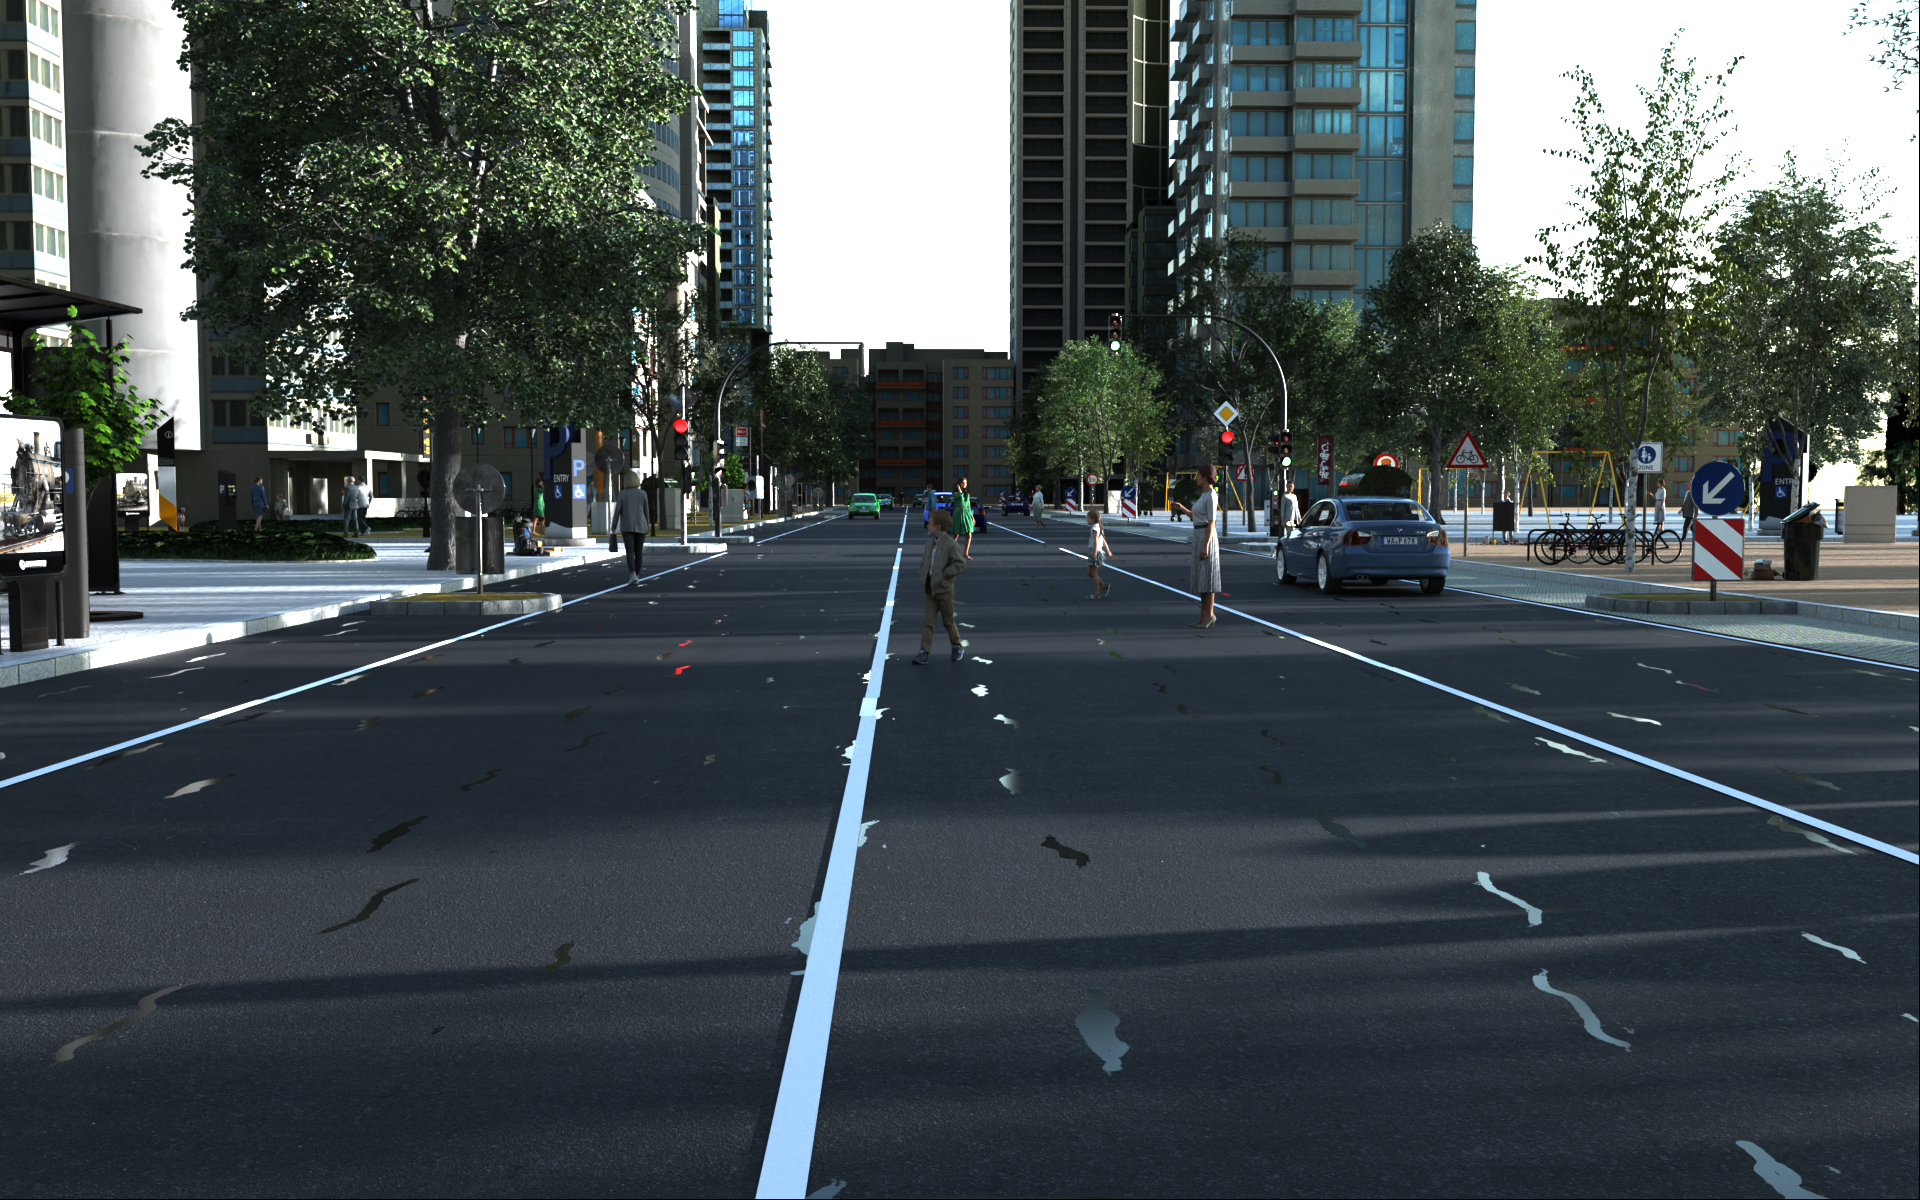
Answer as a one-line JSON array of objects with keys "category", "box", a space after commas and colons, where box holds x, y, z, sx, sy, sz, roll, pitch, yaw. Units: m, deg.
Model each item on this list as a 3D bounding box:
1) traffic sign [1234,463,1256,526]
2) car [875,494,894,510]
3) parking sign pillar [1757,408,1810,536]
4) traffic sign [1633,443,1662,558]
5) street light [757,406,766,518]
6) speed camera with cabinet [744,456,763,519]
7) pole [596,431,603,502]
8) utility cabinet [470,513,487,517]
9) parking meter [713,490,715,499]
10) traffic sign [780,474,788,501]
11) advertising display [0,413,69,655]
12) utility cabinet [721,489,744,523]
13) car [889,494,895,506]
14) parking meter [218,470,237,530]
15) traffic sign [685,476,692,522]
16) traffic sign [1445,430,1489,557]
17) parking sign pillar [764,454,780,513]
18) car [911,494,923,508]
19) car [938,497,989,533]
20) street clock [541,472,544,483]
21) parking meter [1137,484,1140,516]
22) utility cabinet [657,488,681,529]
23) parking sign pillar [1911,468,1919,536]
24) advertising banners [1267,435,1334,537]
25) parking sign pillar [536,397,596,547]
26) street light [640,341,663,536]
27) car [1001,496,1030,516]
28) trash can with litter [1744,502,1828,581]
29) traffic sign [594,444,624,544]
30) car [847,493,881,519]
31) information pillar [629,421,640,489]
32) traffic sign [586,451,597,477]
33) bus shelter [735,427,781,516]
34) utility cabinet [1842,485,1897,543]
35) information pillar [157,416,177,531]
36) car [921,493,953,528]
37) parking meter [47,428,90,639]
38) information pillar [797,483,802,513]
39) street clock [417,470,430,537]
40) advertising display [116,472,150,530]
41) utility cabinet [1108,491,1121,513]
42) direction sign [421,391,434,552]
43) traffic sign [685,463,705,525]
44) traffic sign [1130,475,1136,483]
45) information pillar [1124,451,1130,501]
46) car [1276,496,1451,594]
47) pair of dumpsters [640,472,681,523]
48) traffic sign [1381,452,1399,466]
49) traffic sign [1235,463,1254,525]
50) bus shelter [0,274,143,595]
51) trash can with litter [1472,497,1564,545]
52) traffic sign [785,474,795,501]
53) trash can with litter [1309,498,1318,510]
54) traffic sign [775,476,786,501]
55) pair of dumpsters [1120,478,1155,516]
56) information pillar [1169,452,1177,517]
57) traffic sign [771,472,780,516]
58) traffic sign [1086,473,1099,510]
[{"category": "traffic sign", "box": [11.432, -4.247, 69.435, 0.884, 2.594, 0.081, 0, 4, 1]}, {"category": "car", "box": [-6.931, -8.735, 154.607, 2.131, 1.459, 4.920, 0, 4, -1]}, {"category": "parking sign pillar", "box": [25.468, -3.978, 53.509, 1.447, 3.967, 1.447, -3, 5, -41]}, {"category": "traffic sign", "box": [13.588, -1.971, 34.363, 0.606, 2.300, 0.079, 0, 4, 8]}, {"category": "street light", "box": [-10.416, -7.227, 90.945, 0.468, 5.910, 1.993, 0, 4, -2]}, {"category": "speed camera with cabinet", "box": [-11.081, -5.797, 89.121, 2.038, 3.252, 0.660, 2, 4, 33]}, {"category": "pole", "box": [-11.642, -3.800, 55.967, 0.158, 3.312, 0.155, 0, 3, 0]}, {"category": "utility cabinet", "box": [-11.214, -1.789, 40.409, 0.306, 1.237, 1.020, -1, 4, -10]}, {"category": "parking meter", "box": [-13.479, -5.358, 96.017, 0.372, 1.533, 0.369, 0, 3, 0]}, {"category": "traffic sign", "box": [-11.546, -6.866, 112.362, 0.768, 2.556, 0.104, 0, 4, 7]}, {"category": "advertising display", "box": [-7.646, -0.548, 14.174, 0.123, 1.923, 0.974, 0, 4, 4]}, {"category": "utility cabinet", "box": [-10.176, -4.164, 76.765, 1.173, 1.500, 0.318, -2, 4, -31]}, {"category": "car", "box": [-8.392, -11.191, 194.768, 2.131, 1.459, 4.920, 0, 4, -2]}, {"category": "parking meter", "box": [-17.650, -2.204, 41.740, 0.399, 1.863, 0.255, 2, 4, 32]}, {"category": "traffic sign", "box": [-12.348, -4.861, 79.479, 0.884, 2.594, 0.081, 0, 4, 0]}, {"category": "traffic sign", "box": [10.364, -2.168, 35.459, 0.884, 2.594, 0.081, 0, 4, 1]}, {"category": "parking sign pillar", "box": [-12.626, -7.758, 115.323, 1.447, 3.967, 1.447, 3, 4, 37]}, {"category": "car", "box": [-4.112, -10.533, 184.004, 2.131, 1.459, 4.920, 0, 4, -1]}, {"category": "car", "box": [0.145, -3.218, 65.191, 1.945, 1.354, 3.894, 0, 3, 0]}, {"category": "street clock", "box": [-12.165, -2.867, 51.438, 0.471, 2.002, 0.358, -2, 4, -27]}, {"category": "parking meter", "box": [10.290, -5.800, 100.536, 0.255, 1.863, 0.399, 1, 4, 19]}, {"category": "utility cabinet", "box": [-10.591, -3.333, 63.166, 0.318, 1.500, 1.173, -3, 5, -42]}, {"category": "parking sign pillar", "box": [29.718, -3.915, 52.482, 1.447, 3.967, 1.447, -1, 4, -21]}, {"category": "advertising banners", "box": [10.182, -3.401, 51.795, 2.074, 3.025, 0.090, 2, 4, 32]}, {"category": "parking sign pillar", "box": [-9.778, -3.326, 42.849, 1.447, 3.967, 1.447, -3, 5, -44]}, {"category": "street light", "box": [-9.305, -4.866, 52.343, 0.468, 5.910, 1.993, 0, 4, -2]}, {"category": "car", "box": [3.661, -6.183, 113.666, 1.945, 1.354, 3.894, 0, 4, -1]}, {"category": "trash can with litter", "box": [12.267, -0.878, 25.742, 1.055, 1.170, 0.624, 1, 4, 12]}, {"category": "traffic sign", "box": [-9.006, -2.714, 44.487, 0.768, 2.556, 0.104, 0, 4, -1]}, {"category": "car", "box": [-5.533, -5.576, 99.960, 1.959, 1.807, 4.718, 0, 4, -2]}, {"category": "information pillar", "box": [-10.421, -3.925, 55.522, 0.183, 3.616, 0.504, 1, 4, 22]}, {"category": "traffic sign", "box": [-11.086, -3.120, 51.124, 0.768, 2.556, 0.104, 0, 4, 1]}, {"category": "bus shelter", "box": [-12.436, -7.879, 106.457, 2.179, 5.291, 8.768, 0, 4, -2]}, {"category": "utility cabinet", "box": [23.471, -2.203, 44.697, 1.173, 1.500, 0.318, 1, 4, 18]}, {"category": "information pillar", "box": [-23.851, -3.716, 52.113, 0.504, 3.616, 0.183, -1, 4, -21]}, {"category": "car", "box": [-0.704, -3.955, 74.256, 1.945, 1.707, 3.694, 0, 4, -1]}, {"category": "parking meter", "box": [-7.989, -0.592, 15.385, 0.399, 1.863, 0.255, -1, 4, -21]}, {"category": "information pillar", "box": [-10.699, -6.777, 115.288, 0.304, 2.012, 0.304, -1, 4, -18]}, {"category": "street clock", "box": [-15.830, -2.860, 51.335, 0.471, 2.002, 0.358, -1, 4, -23]}, {"category": "advertising display", "box": [-24.195, -2.774, 50.577, 0.974, 1.923, 0.123, -3, 4, -36]}, {"category": "utility cabinet", "box": [11.203, -7.202, 126.436, 0.318, 1.500, 1.173, -2, 4, -32]}, {"category": "direction sign", "box": [-11.624, -2.820, 38.101, 0.379, 3.537, 0.876, 0, 4, 6]}, {"category": "traffic sign", "box": [-11.125, -4.441, 72.614, 0.884, 2.594, 0.081, 0, 4, 2]}, {"category": "traffic sign", "box": [10.534, -6.525, 106.786, 0.768, 2.556, 0.104, 0, 4, 7]}, {"category": "information pillar", "box": [9.128, -6.320, 94.683, 0.183, 3.616, 0.504, 2, 4, 32]}, {"category": "car", "box": [6.015, -0.864, 26.136, 2.014, 1.417, 4.499, 0, 4, -2]}, {"category": "pair of dumpsters", "box": [-13.147, -4.490, 75.911, 1.574, 2.255, 4.437, 0, 4, -1]}, {"category": "traffic sign", "box": [13.058, -3.245, 53.154, 0.768, 2.556, 0.104, 0, 4, 5]}, {"category": "traffic sign", "box": [11.581, -4.315, 70.657, 0.768, 2.556, 0.104, 0, 4, 4]}, {"category": "bus shelter", "box": [-11.133, -1.694, 18.983, 1.731, 3.624, 6.357, 0, 4, -2]}, {"category": "trash can with litter", "box": [14.123, -1.997, 43.701, 2.233, 1.210, 1.678, 1, 4, 21]}, {"category": "traffic sign", "box": [-11.149, -6.886, 112.686, 0.768, 2.556, 0.104, 0, 4, 0]}, {"category": "trash can with litter", "box": [10.976, -2.668, 55.007, 1.055, 1.170, 0.624, -3, 5, -41]}, {"category": "traffic sign", "box": [-10.215, -5.897, 98.553, 0.606, 2.300, 0.079, 0, 3, 0]}, {"category": "pair of dumpsters", "box": [10.636, -6.180, 103.535, 1.574, 2.255, 4.437, 0, 4, -2]}, {"category": "information pillar", "box": [11.920, -6.467, 97.096, 0.183, 3.616, 0.504, -2, 4, -32]}, {"category": "traffic sign", "box": [-10.682, -6.225, 101.788, 0.884, 2.594, 0.081, 0, 4, 4]}, {"category": "traffic sign", "box": [8.106, -6.485, 106.132, 0.768, 2.556, 0.104, 0, 4, 4]}]
